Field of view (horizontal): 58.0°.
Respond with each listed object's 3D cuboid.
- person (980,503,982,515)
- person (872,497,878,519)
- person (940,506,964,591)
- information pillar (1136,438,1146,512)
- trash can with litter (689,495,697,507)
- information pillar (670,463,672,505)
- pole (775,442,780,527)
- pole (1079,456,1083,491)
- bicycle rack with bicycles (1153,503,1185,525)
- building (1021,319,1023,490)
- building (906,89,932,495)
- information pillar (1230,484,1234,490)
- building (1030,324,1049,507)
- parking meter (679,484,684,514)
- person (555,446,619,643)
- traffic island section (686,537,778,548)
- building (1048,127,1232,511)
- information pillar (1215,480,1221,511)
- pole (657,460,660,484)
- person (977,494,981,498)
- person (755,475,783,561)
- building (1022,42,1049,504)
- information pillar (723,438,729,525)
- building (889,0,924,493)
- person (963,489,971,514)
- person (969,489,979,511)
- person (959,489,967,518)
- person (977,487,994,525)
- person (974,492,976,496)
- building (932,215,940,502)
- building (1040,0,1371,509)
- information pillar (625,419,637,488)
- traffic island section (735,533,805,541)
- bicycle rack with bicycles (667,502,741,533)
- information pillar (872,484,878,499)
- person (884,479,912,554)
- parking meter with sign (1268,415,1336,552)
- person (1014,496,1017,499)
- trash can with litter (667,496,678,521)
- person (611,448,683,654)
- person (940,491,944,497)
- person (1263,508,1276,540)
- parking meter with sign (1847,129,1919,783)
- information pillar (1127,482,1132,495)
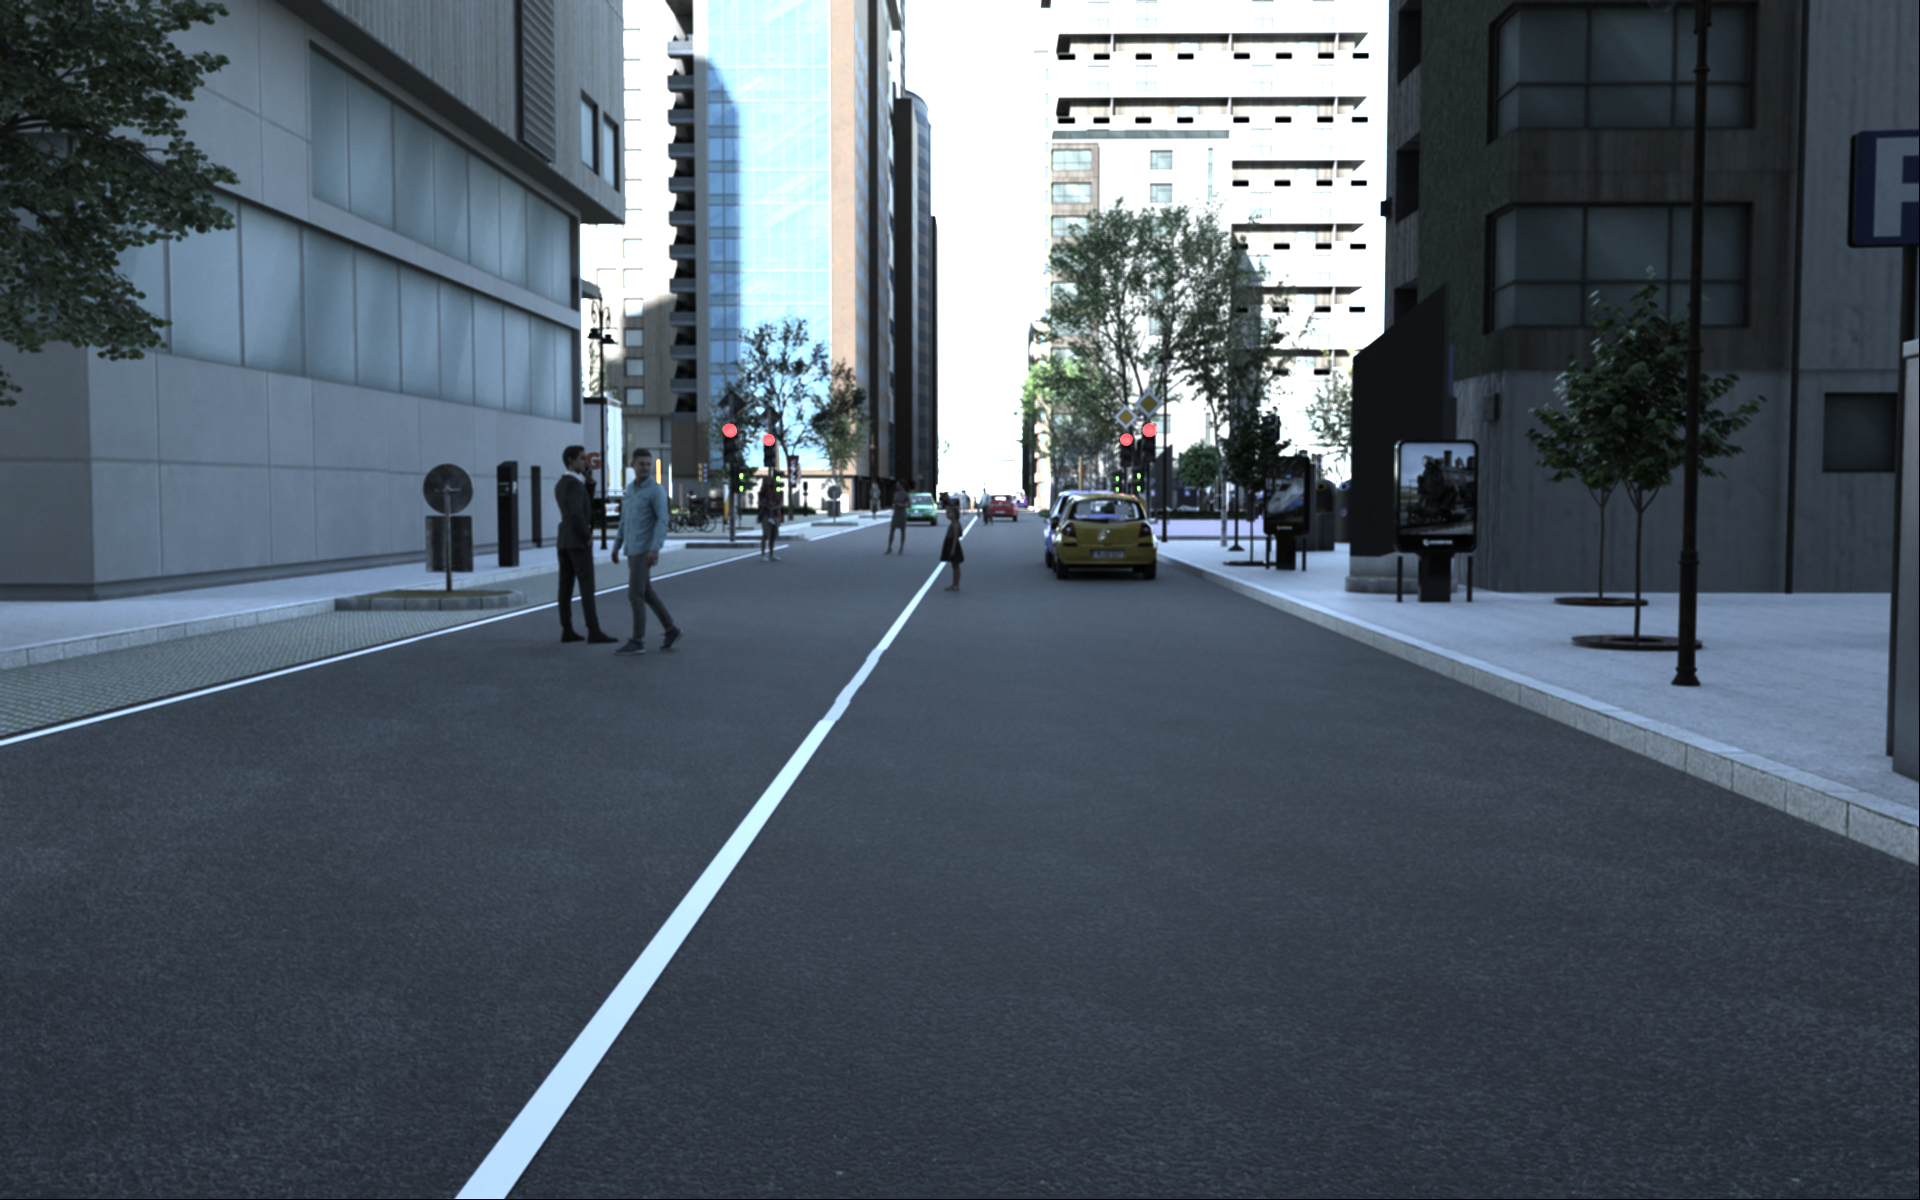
[{"bbox_3d":[1.565,-6.573,120.247,0.640,1.303,0.475,2,4,28],"label":"person"},{"bbox_3d":[-4.797,-5.153,97.427,0.362,1.253,0.373,3,4,38],"label":"person"},{"bbox_3d":[-0.123,-0.760,25.593,0.373,1.253,0.362,-1,4,-10],"label":"person"},{"bbox_3d":[6.788,-4.459,64.256,0.504,3.616,0.183,0,4,3],"label":"information pillar"},{"bbox_3d":[-17.838,-6.570,118.477,2.233,1.210,1.678,-1,4,-12],"label":"trash can with litter"},{"bbox_3d":[-21.613,-8.451,129.532,0.183,3.616,0.504,-1,4,-19],"label":"information pillar"},{"bbox_3d":[-7.184,-4.542,68.111,0.158,3.312,0.155,0,3,0],"label":"pole"},{"bbox_3d":[6.497,-6.060,92.916,0.158,3.312,0.155,0,3,0],"label":"pole"},{"bbox_3d":[7.646,-3.664,73.295,2.852,0.926,2.925,-1,4,-8],"label":"bicycle rack with bicycles"},{"bbox_3d":[17.011,-31.209,281.960,14.160,30.474,14.107,0,4,1],"label":"building"},{"bbox_3d":[-14.996,-43.187,248.101,21.231,58.520,28.212,0,4,1],"label":"building"},{"bbox_3d":[16.159,-6.815,102.782,0.183,3.616,0.504,-1,4,-12],"label":"information pillar"},{"bbox_3d":[21.840,-21.131,190.537,27.650,21.520,28.899,0,4,1],"label":"building"},{"bbox_3d":[-16.244,-5.837,101.151,0.255,1.863,0.399,0,4,-7],"label":"parking meter"},{"bbox_3d":[-3.668,-0.548,16.822,0.474,1.900,0.648,-3,4,-37],"label":"person"},{"bbox_3d":[-6.166,-1.499,46.788,2.009,0.180,2.903,0,4,1],"label":"traffic island section"},{"bbox_3d":[14.165,-22.555,140.475,14.160,30.474,14.107,0,4,1],"label":"building"},{"bbox_3d":[13.367,-5.187,89.302,0.304,2.012,0.304,-1,4,-12],"label":"information pillar"},{"bbox_3d":[-17.917,-6.679,103.052,0.158,3.312,0.155,0,3,0],"label":"pole"},{"bbox_3d":[2.845,-14.547,249.529,0.799,1.438,0.628,-2,4,-30],"label":"person"},{"bbox_3d":[-4.086,-1.748,37.048,0.573,1.828,0.580,0,4,7],"label":"person"},{"bbox_3d":[19.627,-42.160,231.315,21.231,58.520,28.212,0,4,1],"label":"building"},{"bbox_3d":[-9.843,-4.985,72.860,0.183,3.616,0.504,0,4,8],"label":"information pillar"},{"bbox_3d":[-15.125,-48.005,223.137,20.563,71.187,20.611,0,4,1],"label":"building"},{"bbox_3d":[0.508,-7.088,124.745,0.716,1.782,0.532,2,4,33],"label":"person"},{"bbox_3d":[1.041,-8.252,143.419,1.348,1.824,0.705,3,5,44],"label":"person"},{"bbox_3d":[0.109,-5.699,102.421,0.466,1.731,0.760,3,5,41],"label":"person"},{"bbox_3d":[1.136,-4.350,80.108,0.782,1.767,0.515,3,4,37],"label":"person"},{"bbox_3d":[2.290,-15.405,261.294,0.530,1.710,0.541,3,5,43],"label":"person"},{"bbox_3d":[-10.396,-37.907,269.892,14.600,45.320,14.200,0,4,1],"label":"building"},{"bbox_3d":[22.046,-34.934,160.412,28.713,52.752,27.495,0,4,1],"label":"building"},{"bbox_3d":[-10.352,-3.861,54.478,0.183,3.616,0.504,2,4,27],"label":"information pillar"},{"bbox_3d":[-6.014,-1.987,54.772,2.009,0.180,2.903,0,4,1],"label":"traffic island section"},{"bbox_3d":[-9.352,-2.749,58.326,2.925,0.926,2.852,-2,4,-33],"label":"bicycle rack with bicycles"},{"bbox_3d":[-6.283,-7.550,127.928,0.304,2.012,0.304,-2,4,-32],"label":"information pillar"},{"bbox_3d":[-1.474,-1.977,41.169,0.599,1.781,0.374,2,4,29],"label":"person"},{"bbox_3d":[7.637,-2.609,38.911,1.738,3.016,0.543,-2,4,-28],"label":"parking meter with sign"},{"bbox_3d":[4.485,-8.834,153.645,1.217,1.736,0.721,1,4,15],"label":"person"},{"bbox_3d":[-13.670,-4.246,80.481,1.678,1.210,2.233,0,4,-7],"label":"trash can with litter"},{"bbox_3d":[-2.802,-0.446,15.648,0.748,1.841,0.638,-2,4,-33],"label":"person"},{"bbox_3d":[-2.156,-13.367,227.028,1.348,1.826,0.705,-3,5,-41],"label":"person"},{"bbox_3d":[9.209,-2.559,50.529,0.709,1.800,0.728,1,4,19],"label":"person"},{"bbox_3d":[4.441,-0.692,7.579,0.543,3.016,1.738,1,4,9],"label":"parking meter with sign"},{"bbox_3d":[10.428,-6.234,106.414,0.304,2.012,0.304,1,4,17],"label":"information pillar"}]
